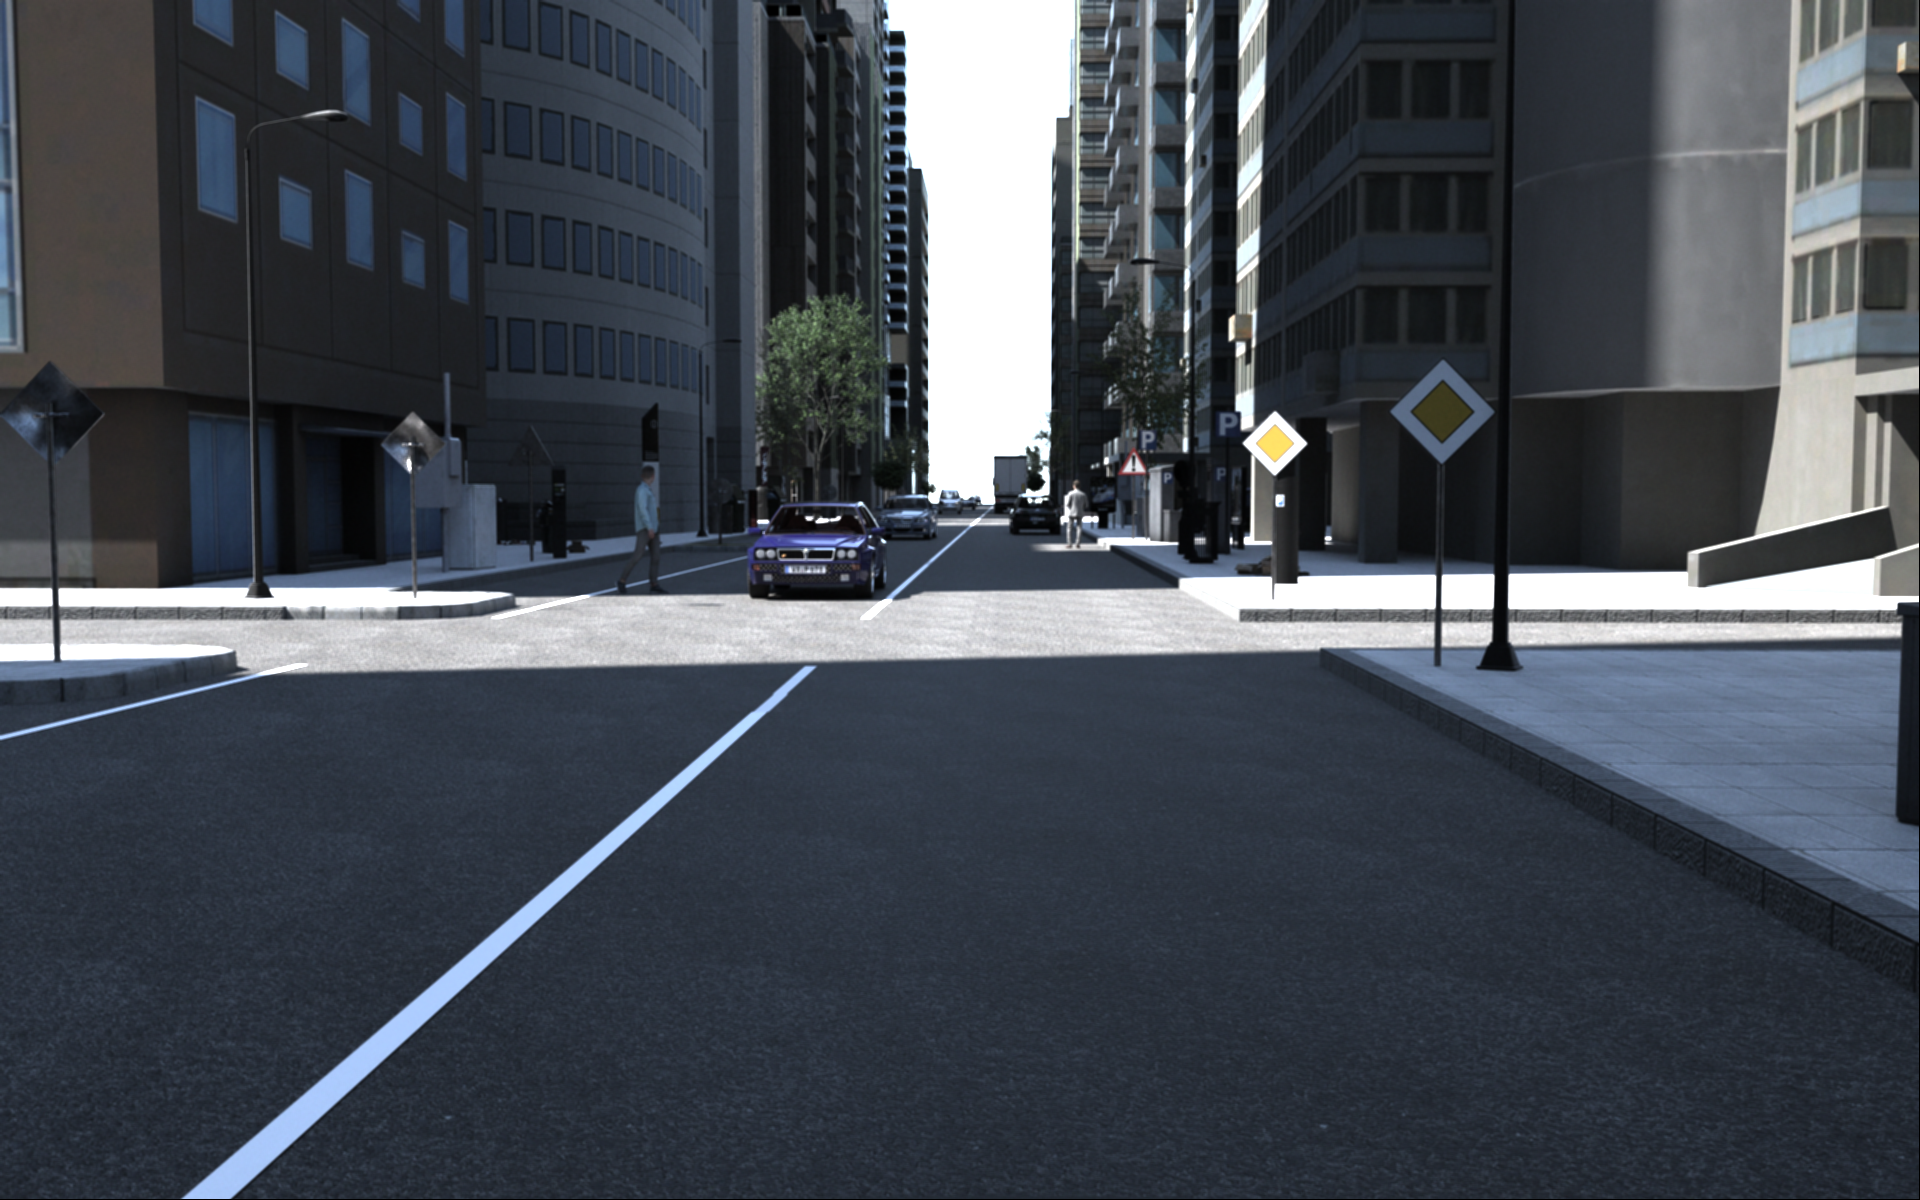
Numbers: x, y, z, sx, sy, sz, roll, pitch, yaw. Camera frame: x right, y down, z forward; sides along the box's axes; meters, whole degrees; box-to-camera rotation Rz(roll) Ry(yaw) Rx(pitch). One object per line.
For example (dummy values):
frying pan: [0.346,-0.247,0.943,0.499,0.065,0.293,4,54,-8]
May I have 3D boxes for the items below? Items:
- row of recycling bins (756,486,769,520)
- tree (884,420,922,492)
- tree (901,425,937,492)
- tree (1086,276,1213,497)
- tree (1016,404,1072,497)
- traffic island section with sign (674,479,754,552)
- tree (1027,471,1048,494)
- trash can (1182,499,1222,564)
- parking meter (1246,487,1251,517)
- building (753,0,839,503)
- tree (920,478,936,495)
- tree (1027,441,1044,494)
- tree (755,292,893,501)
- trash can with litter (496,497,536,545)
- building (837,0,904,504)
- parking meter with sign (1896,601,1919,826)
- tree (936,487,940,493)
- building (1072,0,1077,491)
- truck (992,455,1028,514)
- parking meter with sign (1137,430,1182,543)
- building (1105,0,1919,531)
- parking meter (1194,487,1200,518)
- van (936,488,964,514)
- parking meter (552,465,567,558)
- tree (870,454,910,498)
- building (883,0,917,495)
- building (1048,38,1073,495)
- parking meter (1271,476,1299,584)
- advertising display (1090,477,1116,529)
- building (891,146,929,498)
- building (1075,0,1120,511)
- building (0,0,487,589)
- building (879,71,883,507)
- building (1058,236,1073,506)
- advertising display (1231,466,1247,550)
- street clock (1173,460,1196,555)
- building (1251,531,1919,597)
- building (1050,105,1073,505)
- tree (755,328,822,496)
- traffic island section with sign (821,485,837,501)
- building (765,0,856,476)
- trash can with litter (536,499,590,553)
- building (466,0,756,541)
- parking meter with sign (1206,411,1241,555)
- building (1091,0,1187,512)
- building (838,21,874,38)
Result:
row of recycling bins: [-10.754,-4.824,85.983,3.534,1.692,1.069,3,5,41]
tree: [-5.791,-13.541,171.749,4.737,8.622,4.395,0,3,0]
tree: [-4.323,-14.353,185.027,4.360,8.622,3.978,0,3,0]
tree: [6.519,-6.675,59.501,4.737,8.622,4.395,0,3,0]
tree: [9.290,-15.050,180.487,7.601,10.594,8.767,-2,4,-27]
traffic island section with sign: [-6.074,-2.147,43.738,1.989,1.847,2.006,0,4,2]
tree: [10.232,-15.326,234.298,4.285,4.588,4.351,0,3,0]
trash can: [4.489,-1.255,32.177,0.748,1.137,0.748,0,3,0]
parking meter: [10.674,-3.400,64.002,0.372,1.533,0.369,0,3,0]
building: [-14.979,-20.288,103.415,14.160,30.474,14.107,0,4,2]
tree: [-4.173,-12.904,205.583,1.663,3.219,1.824,0,3,0]
tree: [10.401,-18.256,248.840,4.737,8.622,4.395,0,3,0]
tree: [-7.292,-9.988,89.061,9.928,11.665,9.643,0,3,0]
trash can with litter: [-11.435,-2.007,43.877,2.233,1.210,1.678,1,4,20]
building: [-16.730,-46.081,191.673,20.563,71.187,20.611,0,4,2]
parking meter with sign: [4.522,-0.647,6.844,1.738,3.016,0.543,-1,4,-23]
tree: [-3.639,-14.976,239.462,1.663,3.219,1.824,0,3,0]
building: [20.573,-37.461,154.479,21.231,58.520,28.212,0,4,2]
truck: [3.789,-8.677,130.778,2.839,4.237,11.283,0,4,2]
parking meter with sign: [5.373,-3.058,46.255,0.543,3.016,1.738,-1,4,-21]
building: [22.931,-23.529,76.583,32.217,40.220,23.993,0,4,2]
parking meter: [8.778,-3.448,64.792,0.372,1.533,0.369,0,3,0]
van: [-0.735,-7.180,124.406,2.013,2.044,4.112,0,3,0]
parking meter: [-8.017,-1.770,34.644,0.255,1.863,0.399,-1,4,-15]
tree: [-5.734,-9.668,141.780,4.285,4.588,4.351,0,3,0]
building: [-16.365,-55.308,216.962,22.319,86.520,31.000,0,4,2]
building: [23.713,-56.589,237.894,22.319,86.520,31.000,0,4,2]
parking meter: [4.644,-0.997,24.715,0.372,1.533,0.369,0,3,0]
advertising display: [5.321,-3.616,64.331,0.974,1.923,0.123,1,4,22]
building: [-15.470,-37.966,244.452,21.300,48.544,21.600,0,4,2]
building: [15.946,-27.533,133.751,14.154,41.232,14.086,0,4,2]
building: [-17.198,-23.166,28.879,14.600,45.320,14.200,0,4,2]
building: [-14.677,-29.204,161.076,14.154,41.232,14.086,0,4,2]
building: [18.123,-25.907,195.272,14.160,30.474,14.107,0,4,2]
advertising display: [6.481,-2.148,40.327,0.123,1.923,0.974,0,4,-6]
street clock: [4.765,-1.971,36.798,0.358,2.002,0.471,-2,4,-35]
building: [18.831,-21.062,36.240,23.993,40.220,32.217,0,4,2]
building: [22.041,-36.009,212.441,21.300,48.544,21.600,0,4,2]
tree: [-7.889,-7.681,75.950,4.360,8.622,3.978,0,3,0]
traffic island section with sign: [-5.334,-3.817,71.038,1.989,1.847,2.006,0,4,2]
building: [-19.220,-28.742,124.549,22.147,44.769,28.867,0,4,2]
trash can with litter: [-8.672,-1.617,37.817,1.055,1.170,0.624,-2,4,-29]
building: [-19.470,-31.541,57.700,21.231,58.520,28.212,0,4,2]
parking meter with sign: [5.608,-2.516,37.394,0.543,3.016,1.738,0,4,-2]
building: [20.822,-30.063,111.143,23.786,49.044,30.456,0,4,2]
building: [-14.678,-28.292,146.167,14.154,41.232,14.086,0,4,2]
